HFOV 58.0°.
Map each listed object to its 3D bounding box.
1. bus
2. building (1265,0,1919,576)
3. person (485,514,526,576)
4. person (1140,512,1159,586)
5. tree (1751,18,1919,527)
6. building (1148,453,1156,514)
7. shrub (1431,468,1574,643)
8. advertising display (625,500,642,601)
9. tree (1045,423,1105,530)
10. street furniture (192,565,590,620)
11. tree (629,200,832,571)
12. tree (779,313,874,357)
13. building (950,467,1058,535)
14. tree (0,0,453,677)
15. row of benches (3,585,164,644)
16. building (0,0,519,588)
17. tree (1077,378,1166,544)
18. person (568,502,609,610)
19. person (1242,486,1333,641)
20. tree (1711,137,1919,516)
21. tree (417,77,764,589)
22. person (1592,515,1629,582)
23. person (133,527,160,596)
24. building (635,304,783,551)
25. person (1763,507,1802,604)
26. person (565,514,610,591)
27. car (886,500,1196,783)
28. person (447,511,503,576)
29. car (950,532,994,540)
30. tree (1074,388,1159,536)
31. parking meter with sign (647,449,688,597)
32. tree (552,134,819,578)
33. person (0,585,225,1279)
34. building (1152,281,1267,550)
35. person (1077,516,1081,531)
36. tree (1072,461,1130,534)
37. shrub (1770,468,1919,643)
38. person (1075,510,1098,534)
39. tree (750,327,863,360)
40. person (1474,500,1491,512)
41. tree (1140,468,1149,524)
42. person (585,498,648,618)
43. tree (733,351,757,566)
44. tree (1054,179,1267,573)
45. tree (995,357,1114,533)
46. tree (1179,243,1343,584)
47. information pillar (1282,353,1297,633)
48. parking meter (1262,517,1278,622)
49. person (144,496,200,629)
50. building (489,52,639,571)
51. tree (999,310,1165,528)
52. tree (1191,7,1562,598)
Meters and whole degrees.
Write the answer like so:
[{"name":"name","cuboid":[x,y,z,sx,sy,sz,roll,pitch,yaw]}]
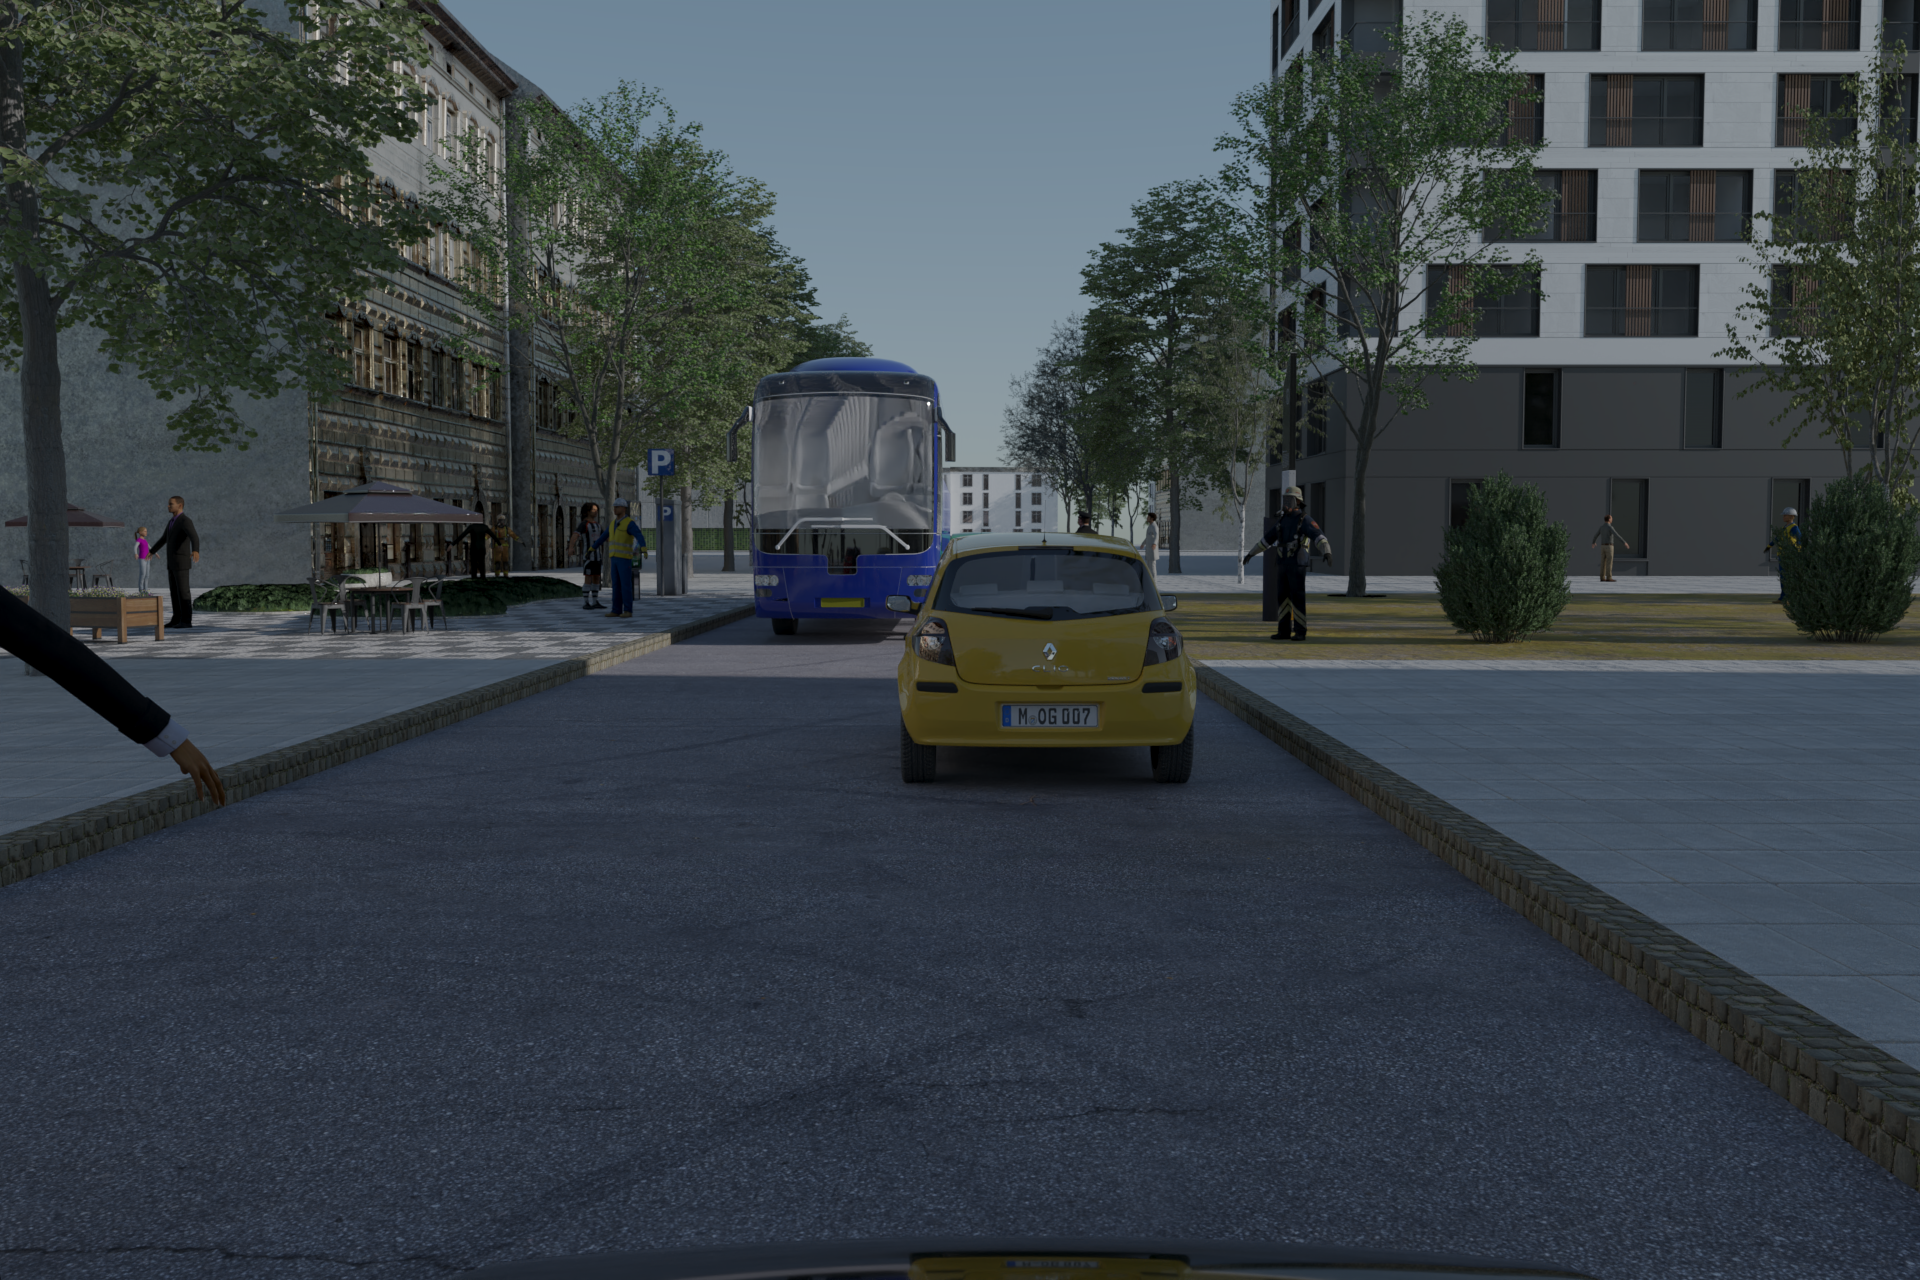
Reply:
[{"name":"bus","cuboid":[-1.475,-2.223,27.885,2.896,3.916,12.251,0,4,0]},{"name":"building","cuboid":[25.663,-13.726,68.398,27.936,21.610,32.646,0,3,0]},{"name":"person","cuboid":[-13.072,-2.667,49.374,1.354,1.858,0.705,-2,4,-27]},{"name":"person","cuboid":[4.615,-2.189,41.978,0.705,1.806,1.347,0,4,-7]},{"name":"tree","cuboid":[13.973,-4.597,25.516,4.737,8.622,4.395,0,3,0]},{"name":"building","cuboid":[24.041,-13.849,168.574,9.099,9.664,28.070,0,4,1]},{"name":"shrub","cuboid":[6.440,-1.010,20.560,1.661,2.075,1.752,0,3,0]},{"name":"advertising display","cuboid":[-6.290,-1.721,33.345,0.123,1.923,0.974,0,4,2]},{"name":"tree","cuboid":[7.309,-9.422,104.407,4.737,8.622,4.395,0,3,0]},{"name":"street furniture","cuboid":[-9.807,-0.934,30.899,5.734,0.657,10.072,0,4,1]},{"name":"tree","cuboid":[-7.584,-8.648,59.520,7.486,12.596,7.792,0,3,0]},{"name":"tree","cuboid":[-7.836,-11.753,98.821,9.857,13.997,8.962,0,3,0]},{"name":"building","cuboid":[-1.825,-16.400,212.741,28.070,9.664,9.099,0,4,-6]},{"name":"tree","cuboid":[-8.765,-5.957,15.520,7.486,12.596,7.792,0,3,0]},{"name":"row of benches","cuboid":[-11.554,-0.347,21.130,4.104,0.672,1.422,1,4,21]},{"name":"building","cuboid":[-24.505,-13.355,49.275,19.493,23.208,18.063,0,3,0]},{"name":"tree","cuboid":[7.863,-7.781,77.581,4.360,8.622,3.978,0,3,0]},{"name":"person","cuboid":[-6.248,-1.427,29.479,0.704,1.843,1.345,2,4,28]},{"name":"person","cuboid":[3.991,-0.926,20.912,0.705,1.856,1.354,-3,5,-39]},{"name":"tree","cuboid":[16.217,-4.962,31.492,4.737,8.622,4.395,0,3,0]},{"name":"tree","cuboid":[-8.444,-7.041,40.869,9.928,11.665,9.643,0,3,0]},{"name":"person","cuboid":[17.387,-2.459,46.470,0.705,1.796,1.348,-1,4,-21]},{"name":"person","cuboid":[-16.784,-1.619,35.733,0.599,1.433,0.991,0,4,0]},{"name":"building","cuboid":[-24.153,-17.276,148.919,16.747,18.905,31.486,0,4,1]},{"name":"person","cuboid":[15.138,-1.553,31.857,0.721,1.772,1.216,0,4,-2]},{"name":"person","cuboid":[-8.275,-2.011,39.009,0.705,1.813,1.348,3,5,40]},{"name":"car","cuboid":[0.495,-0.072,11.400,2.015,1.641,3.980,0,3,0]},{"name":"person","cuboid":[-10.879,-2.008,39.010,1.347,1.806,0.705,-3,5,-43]},{"name":"car","cuboid":[0.448,-1.694,36.485,1.959,1.807,4.718,0,4,1]},{"name":"tree","cuboid":[7.528,-8.090,82.631,4.737,8.622,4.395,0,3,0]},{"name":"parking meter with sign","cuboid":[-6.075,-2.447,36.276,0.543,3.016,1.738,0,4,2]},{"name":"tree","cuboid":[-8.027,-8.083,50.287,7.486,12.596,7.792,0,3,0]},{"name":"person","cuboid":[-2.002,0.366,3.200,1.216,1.740,0.721,0,4,-7]},{"name":"building","cuboid":[26.563,-19.204,144.906,19.493,23.208,18.063,0,4,0]},{"name":"person","cuboid":[3.712,-2.901,53.364,0.705,1.837,1.347,2,4,32]},{"name":"tree","cuboid":[17.297,-18.005,212.510,7.486,12.596,7.792,0,3,0]},{"name":"shrub","cuboid":[10.615,-1.017,20.667,1.661,2.075,1.752,0,3,0]},{"name":"person","cuboid":[2.113,-1.307,29.755,1.347,1.837,0.705,-3,4,-37]},{"name":"tree","cuboid":[-7.789,-9.809,86.137,9.928,11.665,9.643,0,3,0]},{"name":"person","cuboid":[7.685,-1.206,25.569,0.705,1.847,1.347,2,4,33]},{"name":"tree","cuboid":[25.999,-18.200,215.689,7.486,12.596,7.792,0,3,0]},{"name":"person","cuboid":[-5.234,-1.264,26.629,1.349,1.833,0.705,3,4,36]},{"name":"tree","cuboid":[-8.175,-7.251,68.924,4.737,8.622,4.395,0,3,0]},{"name":"tree","cuboid":[6.679,-8.445,56.205,7.486,12.596,7.792,0,3,0]},{"name":"tree","cuboid":[7.273,-12.622,116.745,12.009,13.543,11.850,0,3,0]},{"name":"tree","cuboid":[7.065,-5.757,44.492,4.360,8.622,3.978,0,3,0]},{"name":"information pillar","cuboid":[4.301,-1.915,22.662,0.183,3.616,0.504,0,4,0]},{"name":"parking meter","cuboid":[4.643,-1.043,25.468,0.372,1.533,0.369,0,3,0]},{"name":"person","cuboid":[-10.689,-1.064,23.629,1.346,1.802,0.704,3,4,38]},{"name":"building","cuboid":[-23.836,-14.519,68.313,19.493,23.208,18.063,0,4,1]},{"name":"tree","cuboid":[7.063,-11.283,94.854,12.009,13.543,11.850,0,3,0]},{"name":"tree","cuboid":[8.245,-6.678,34.936,9.928,11.665,9.643,0,3,0]}]
